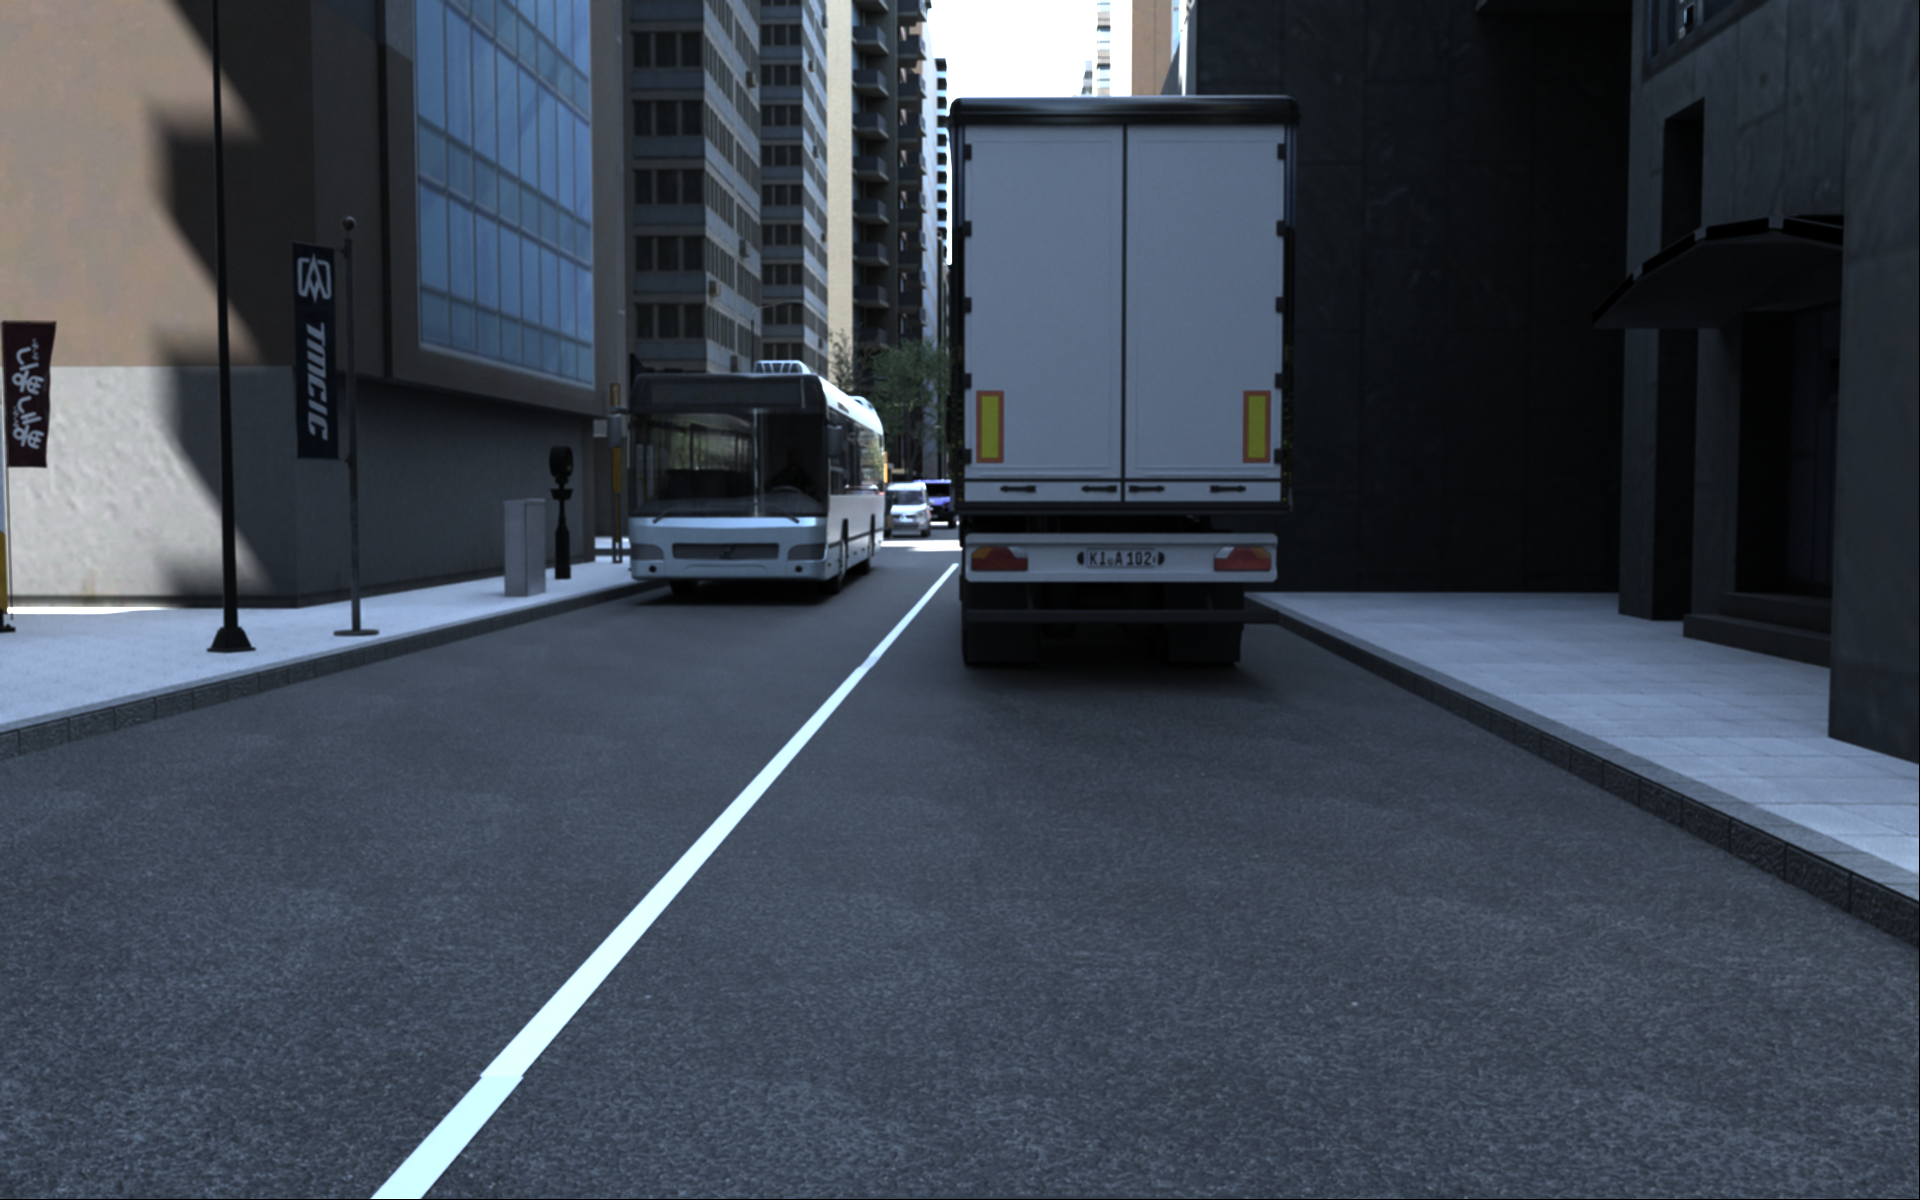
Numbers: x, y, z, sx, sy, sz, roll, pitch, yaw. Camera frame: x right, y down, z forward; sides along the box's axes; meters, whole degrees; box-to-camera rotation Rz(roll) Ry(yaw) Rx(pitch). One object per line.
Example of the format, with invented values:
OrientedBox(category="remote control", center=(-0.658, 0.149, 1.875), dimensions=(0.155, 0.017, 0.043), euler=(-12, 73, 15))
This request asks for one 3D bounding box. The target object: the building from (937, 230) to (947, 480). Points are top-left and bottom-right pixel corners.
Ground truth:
OrientedBox(category="building", center=(-9.023, -25.127, 182.526), dimensions=(14.160, 30.474, 14.107), euler=(0, 4, 2))

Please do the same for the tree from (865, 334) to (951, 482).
OrientedBox(category="tree", center=(-3.180, -11.431, 112.644), dimensions=(9.928, 11.665, 9.643), euler=(0, 3, 0))

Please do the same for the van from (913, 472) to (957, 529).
OrientedBox(category="van", center=(-1.121, -4.217, 73.324), dimensions=(2.240, 2.365, 5.245), euler=(0, 4, 2))

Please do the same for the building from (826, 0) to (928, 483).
OrientedBox(category="building", center=(-13.925, -29.177, 131.675), dimensions=(22.147, 44.769, 28.867), euler=(0, 4, 2))

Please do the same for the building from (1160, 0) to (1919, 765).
OrientedBox(category="building", center=(14.019, -42.935, 14.664), dimensions=(22.319, 86.520, 31.000), euler=(0, 4, 2))

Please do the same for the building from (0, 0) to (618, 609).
OrientedBox(category="building", center=(-13.871, -22.949, 25.320), dimensions=(14.200, 45.320, 14.600), euler=(0, 4, 2))

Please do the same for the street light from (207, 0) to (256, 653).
OrientedBox(category="street light", center=(-5.422, -2.534, 13.968), dimensions=(1.470, 5.913, 1.316), euler=(0, 4, 2))

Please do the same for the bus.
OrientedBox(category="bus", center=(-2.882, -2.006, 27.659), dimensions=(2.948, 3.499, 13.247), euler=(0, 4, 1))

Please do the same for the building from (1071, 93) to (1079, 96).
OrientedBox(category="building", center=(24.542, -43.972, 260.939), dimensions=(21.231, 58.520, 28.212), euler=(0, 4, 2))

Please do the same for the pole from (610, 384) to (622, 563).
OrientedBox(category="pole", center=(-6.369, -2.339, 32.089), dimensions=(0.158, 3.312, 0.155), euler=(0, 3, 0))

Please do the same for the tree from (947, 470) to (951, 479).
OrientedBox(category="tree", center=(0.027, -12.773, 192.544), dimensions=(4.285, 4.588, 4.351), euler=(0, 3, 0))

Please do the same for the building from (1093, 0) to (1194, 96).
OrientedBox(category="building", center=(16.444, -26.930, 123.893), dimensions=(14.154, 41.232, 14.086), euler=(0, 4, 2))

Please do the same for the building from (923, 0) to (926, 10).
OrientedBox(category="building", center=(-9.819, -30.759, 153.025), dimensions=(14.600, 45.320, 14.200), euler=(0, 4, 2))

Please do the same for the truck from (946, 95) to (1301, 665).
OrientedBox(category="truck", center=(1.199, -1.768, 17.826), dimensions=(2.839, 4.237, 11.283), euler=(0, 4, 0))

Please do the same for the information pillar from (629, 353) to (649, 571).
OrientedBox(category="information pillar", center=(-5.328, -2.303, 29.004), dimensions=(0.183, 3.616, 0.504), euler=(2, 4, 32))

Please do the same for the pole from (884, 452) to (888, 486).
OrientedBox(category="pole", center=(-3.607, -5.521, 84.114), dimensions=(0.158, 3.312, 0.155), euler=(0, 3, 0))

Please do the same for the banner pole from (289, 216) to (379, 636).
OrientedBox(category="banner pole", center=(-5.625, -1.559, 15.514), dimensions=(0.401, 3.779, 0.863), euler=(2, 4, 28))

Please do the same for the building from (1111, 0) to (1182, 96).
OrientedBox(category="building", center=(13.397, -25.675, 69.900), dimensions=(14.600, 45.320, 14.200), euler=(0, 4, 2))

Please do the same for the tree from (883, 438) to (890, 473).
OrientedBox(category="tree", center=(-4.872, -5.855, 79.443), dimensions=(4.285, 4.588, 4.351), euler=(0, 3, 0))

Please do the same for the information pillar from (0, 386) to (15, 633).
OrientedBox(category="information pillar", center=(-8.997, -1.497, 15.838), dimensions=(0.183, 3.616, 0.504), euler=(2, 4, 30))

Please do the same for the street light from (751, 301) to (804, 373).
OrientedBox(category="street light", center=(-4.463, -4.240, 41.859), dimensions=(1.470, 5.913, 1.316), euler=(0, 4, 2))

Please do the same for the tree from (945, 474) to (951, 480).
OrientedBox(category="tree", center=(-0.883, -10.446, 165.399), dimensions=(1.663, 3.219, 1.824), euler=(0, 3, 0))

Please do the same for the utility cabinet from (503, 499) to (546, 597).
OrientedBox(category="utility cabinet", center=(-5.551, -0.668, 22.081), dimensions=(0.306, 1.237, 1.020), euler=(0, 4, 0))

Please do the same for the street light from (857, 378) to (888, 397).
OrientedBox(category="street light", center=(-3.569, -5.929, 69.480), dimensions=(1.470, 5.913, 1.316), euler=(0, 4, 2))

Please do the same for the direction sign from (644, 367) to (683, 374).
OrientedBox(category="direction sign", center=(-5.400, -2.396, 31.169), dimensions=(0.876, 3.537, 0.379), euler=(-2, 4, -26))

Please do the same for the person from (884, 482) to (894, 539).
OrientedBox(category="person", center=(-2.362, -2.848, 55.047), dimensions=(0.794, 1.824, 0.713), euler=(2, 4, 35))

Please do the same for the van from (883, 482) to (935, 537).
OrientedBox(category="van", center=(-1.852, -3.161, 58.688), dimensions=(2.013, 2.044, 4.112), euler=(0, 4, 1))

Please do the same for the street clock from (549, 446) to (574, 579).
OrientedBox(category="street clock", center=(-6.011, -1.321, 26.161), dimensions=(0.358, 2.002, 0.471), euler=(0, 4, 5))

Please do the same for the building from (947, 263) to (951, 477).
OrientedBox(category="building", center=(-7.671, -26.746, 208.993), dimensions=(14.160, 30.474, 14.107), euler=(0, 4, 2))

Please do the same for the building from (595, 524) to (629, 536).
OrientedBox(category="building", center=(-19.733, -22.329, 56.963), dimensions=(32.217, 40.220, 23.993), euler=(0, 4, 2))

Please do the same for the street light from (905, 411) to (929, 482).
OrientedBox(category="street light", center=(-2.514, -7.629, 97.274), dimensions=(1.470, 5.913, 1.316), euler=(0, 4, 2))

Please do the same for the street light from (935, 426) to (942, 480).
OrientedBox(category="street light", center=(-1.948, -8.954, 118.945), dimensions=(1.470, 5.913, 1.316), euler=(0, 4, 2))

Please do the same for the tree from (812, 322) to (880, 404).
OrientedBox(category="tree", center=(-5.169, -7.583, 74.350), dimensions=(4.360, 8.622, 3.978), euler=(0, 3, 0))

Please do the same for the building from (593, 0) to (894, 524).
OrientedBox(category="building", center=(-20.098, -24.581, 93.773), dimensions=(32.217, 40.220, 23.993), euler=(0, 4, 2))

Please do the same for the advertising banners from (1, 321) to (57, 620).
OrientedBox(category="advertising banners", center=(-10.183, -1.304, 17.513), dimensions=(2.074, 3.025, 0.090), euler=(0, 4, -6))

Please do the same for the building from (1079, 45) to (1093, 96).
OrientedBox(category="building", center=(23.265, -33.972, 175.055), dimensions=(23.786, 49.044, 30.456), euler=(0, 4, 2))

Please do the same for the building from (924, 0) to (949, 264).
OrientedBox(category="building", center=(-11.136, -56.145, 230.644), dimensions=(22.319, 86.520, 31.000), euler=(0, 4, 2))
